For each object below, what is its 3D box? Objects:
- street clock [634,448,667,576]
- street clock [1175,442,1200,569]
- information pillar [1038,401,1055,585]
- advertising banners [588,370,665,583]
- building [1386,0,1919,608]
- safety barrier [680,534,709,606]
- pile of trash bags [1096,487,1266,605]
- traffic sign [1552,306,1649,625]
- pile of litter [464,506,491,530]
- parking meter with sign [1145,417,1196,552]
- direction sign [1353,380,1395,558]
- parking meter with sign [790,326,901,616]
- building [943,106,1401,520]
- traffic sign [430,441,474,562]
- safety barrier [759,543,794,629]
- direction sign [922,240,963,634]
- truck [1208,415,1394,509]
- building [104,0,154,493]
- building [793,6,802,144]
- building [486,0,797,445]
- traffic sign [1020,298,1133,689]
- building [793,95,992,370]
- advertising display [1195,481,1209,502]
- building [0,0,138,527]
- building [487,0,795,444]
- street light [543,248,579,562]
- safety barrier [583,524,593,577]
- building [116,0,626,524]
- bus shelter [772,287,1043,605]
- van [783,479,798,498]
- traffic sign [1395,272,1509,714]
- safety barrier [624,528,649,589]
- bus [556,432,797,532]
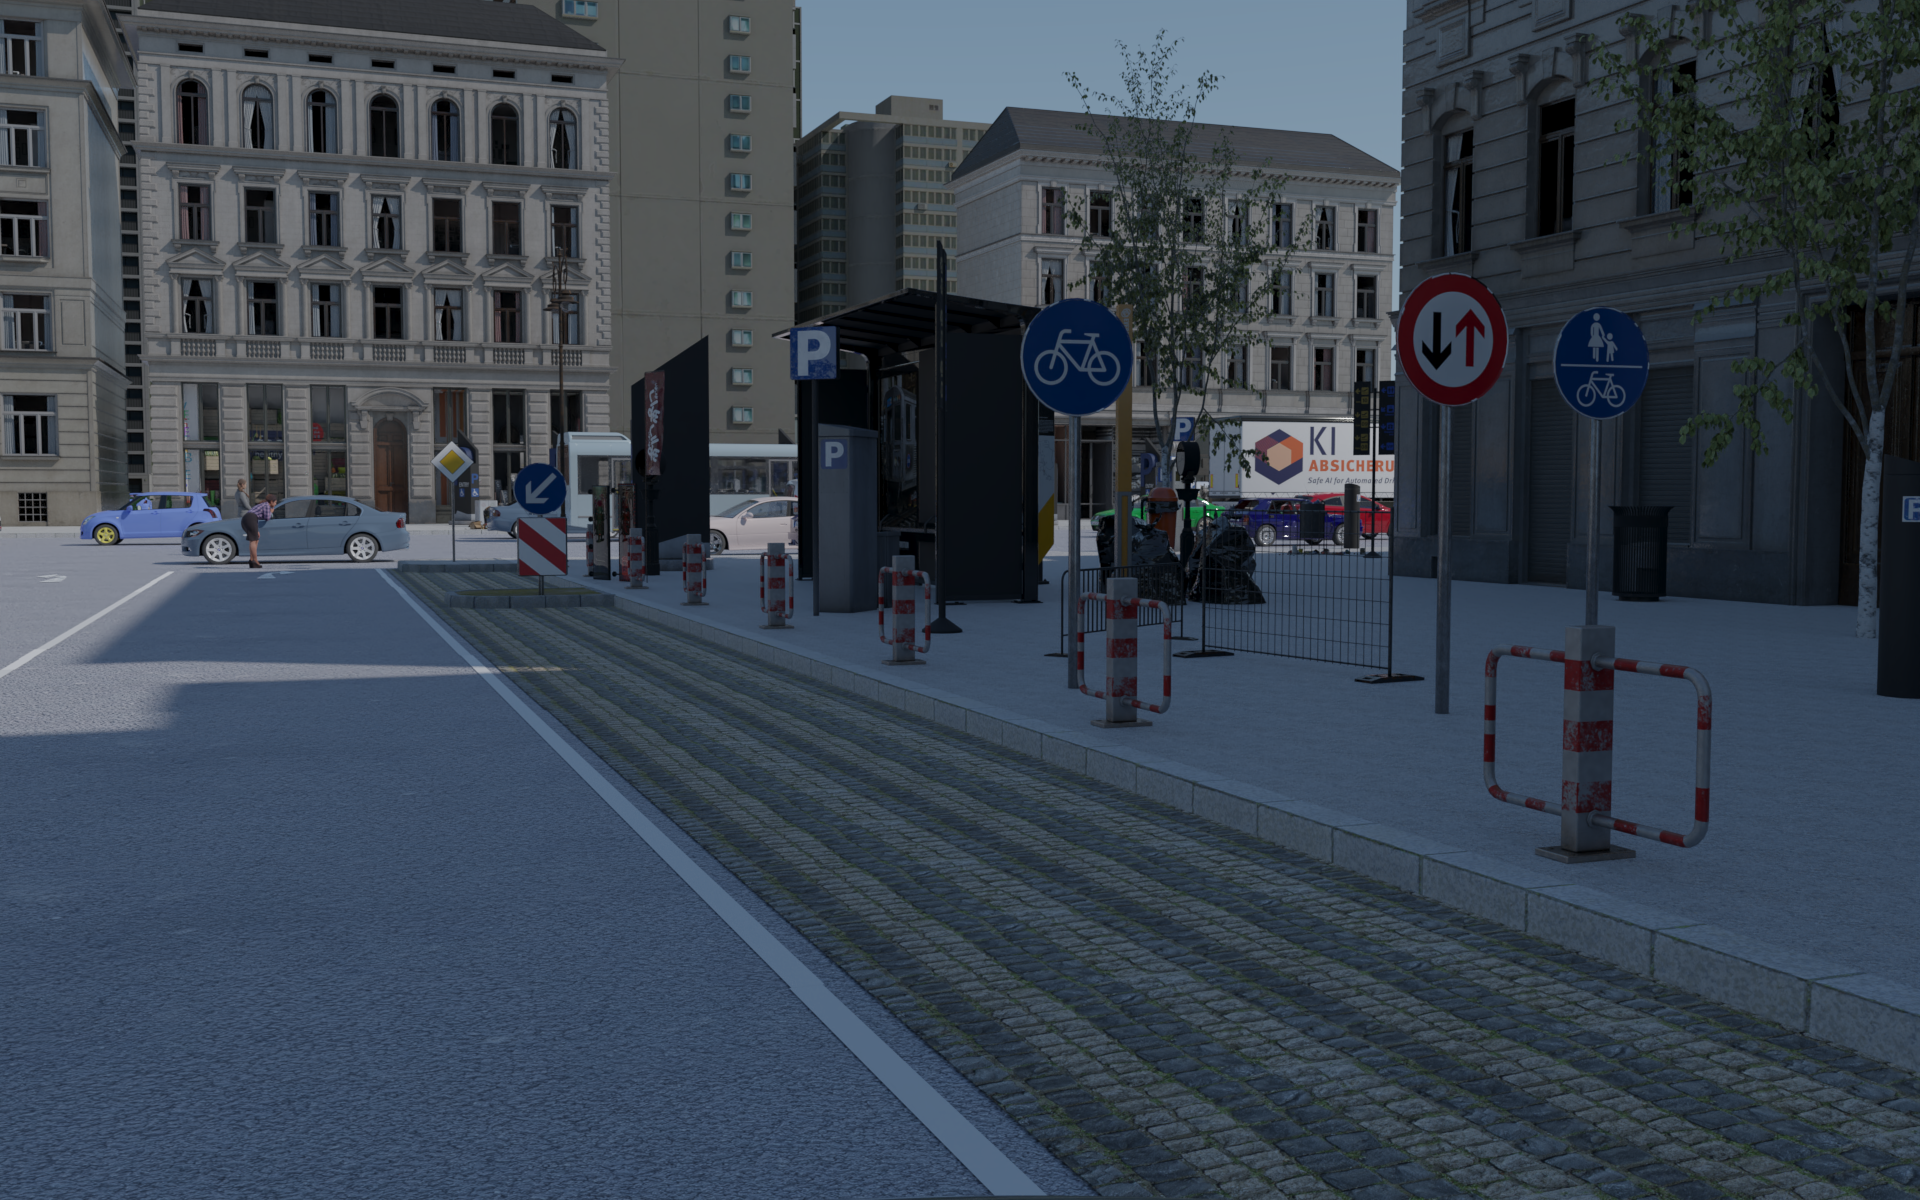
[{"bbox_3d":[-4.864,-1.388,27.258,0.471,2.002,0.358,2,4,29],"label":"street clock"},{"bbox_3d":[3.145,-1.184,23.936,0.358,2.002,0.471,0,4,-8],"label":"street clock"},{"bbox_3d":[1.146,-2.031,24.557,0.183,3.616,0.504,3,5,43],"label":"information pillar"},{"bbox_3d":[-4.864,-1.779,25.271,0.090,3.025,2.074,-3,5,-42],"label":"advertising banners"},{"bbox_3d":[14.301,-10.452,20.033,9.793,20.994,18.267,-1,4,-21],"label":"building"},{"bbox_3d":[-3.065,-0.349,19.979,0.300,0.817,1.120,-1,4,-21],"label":"safety barrier"},{"bbox_3d":[2.635,-0.721,21.533,1.912,1.369,3.447,0,4,0],"label":"pile of trash bags"},{"bbox_3d":[4.342,-0.719,11.854,0.768,2.556,0.104,-1,4,-17],"label":"traffic sign"},{"bbox_3d":[-17.442,-3.018,63.309,1.176,0.858,1.719,3,4,36],"label":"pile of litter"},{"bbox_3d":[4.648,-2.583,38.490,0.543,3.016,1.738,2,4,28],"label":"parking meter with sign"},{"bbox_3d":[8.307,-2.616,34.762,0.876,3.537,0.379,2,4,35],"label":"direction sign"},{"bbox_3d":[-1.196,-1.385,18.913,0.543,3.016,1.738,1,4,23],"label":"parking meter with sign"},{"bbox_3d":[2.608,-14.494,87.884,40.483,20.767,10.553,-1,4,-21],"label":"building"},{"bbox_3d":[-9.580,-1.778,32.715,0.795,2.450,0.064,-1,4,-21],"label":"traffic sign"},{"bbox_3d":[-1.752,-0.137,16.522,0.300,0.817,1.120,-1,4,-21],"label":"safety barrier"},{"bbox_3d":[-0.166,-1.467,15.977,0.379,3.537,0.876,0,4,3],"label":"direction sign"},{"bbox_3d":[14.833,-4.633,64.670,11.283,4.237,2.839,-1,4,-20],"label":"truck"},{"bbox_3d":[-107.788,-47.777,219.409,20.611,71.187,20.563,-1,4,-21],"label":"building"},{"bbox_3d":[-32.878,-49.534,248.127,20.611,71.187,20.563,-1,4,-21],"label":"building"},{"bbox_3d":[-31.610,-35.372,167.570,28.713,52.752,27.495,-1,4,-21],"label":"building"},{"bbox_3d":[0.753,-0.689,11.364,0.768,2.556,0.104,-1,4,-14],"label":"traffic sign"},{"bbox_3d":[-5.675,-29.576,175.451,23.993,40.220,32.217,-1,4,-21],"label":"building"},{"bbox_3d":[11.843,-4.869,84.816,0.974,1.923,0.123,-3,5,-40],"label":"advertising display"},{"bbox_3d":[-50.250,-14.478,70.006,30.059,22.955,16.112,-1,4,-21],"label":"building"},{"bbox_3d":[-26.497,-31.724,142.389,21.300,48.544,21.600,-1,4,-21],"label":"building"},{"bbox_3d":[-7.529,-3.666,32.733,0.468,5.910,1.993,-1,4,-21],"label":"street light"},{"bbox_3d":[-5.703,-0.772,26.898,0.300,0.817,1.120,-1,4,-21],"label":"safety barrier"},{"bbox_3d":[-25.729,-15.180,77.066,19.941,23.489,11.050,-1,4,-21],"label":"building"},{"bbox_3d":[-0.869,-1.936,22.945,1.731,3.624,6.357,-1,4,-21],"label":"bus shelter"},{"bbox_3d":[-2.965,-2.564,48.929,4.112,2.044,2.013,-1,4,-20],"label":"van"},{"bbox_3d":[2.820,-0.608,10.054,0.768,2.556,0.104,-1,4,-20],"label":"traffic sign"},{"bbox_3d":[-4.382,-0.561,23.441,0.300,0.817,1.120,-1,4,-21],"label":"safety barrier"},{"bbox_3d":[-5.813,-3.656,54.631,13.247,3.499,2.948,-1,4,-22],"label":"bus"}]
